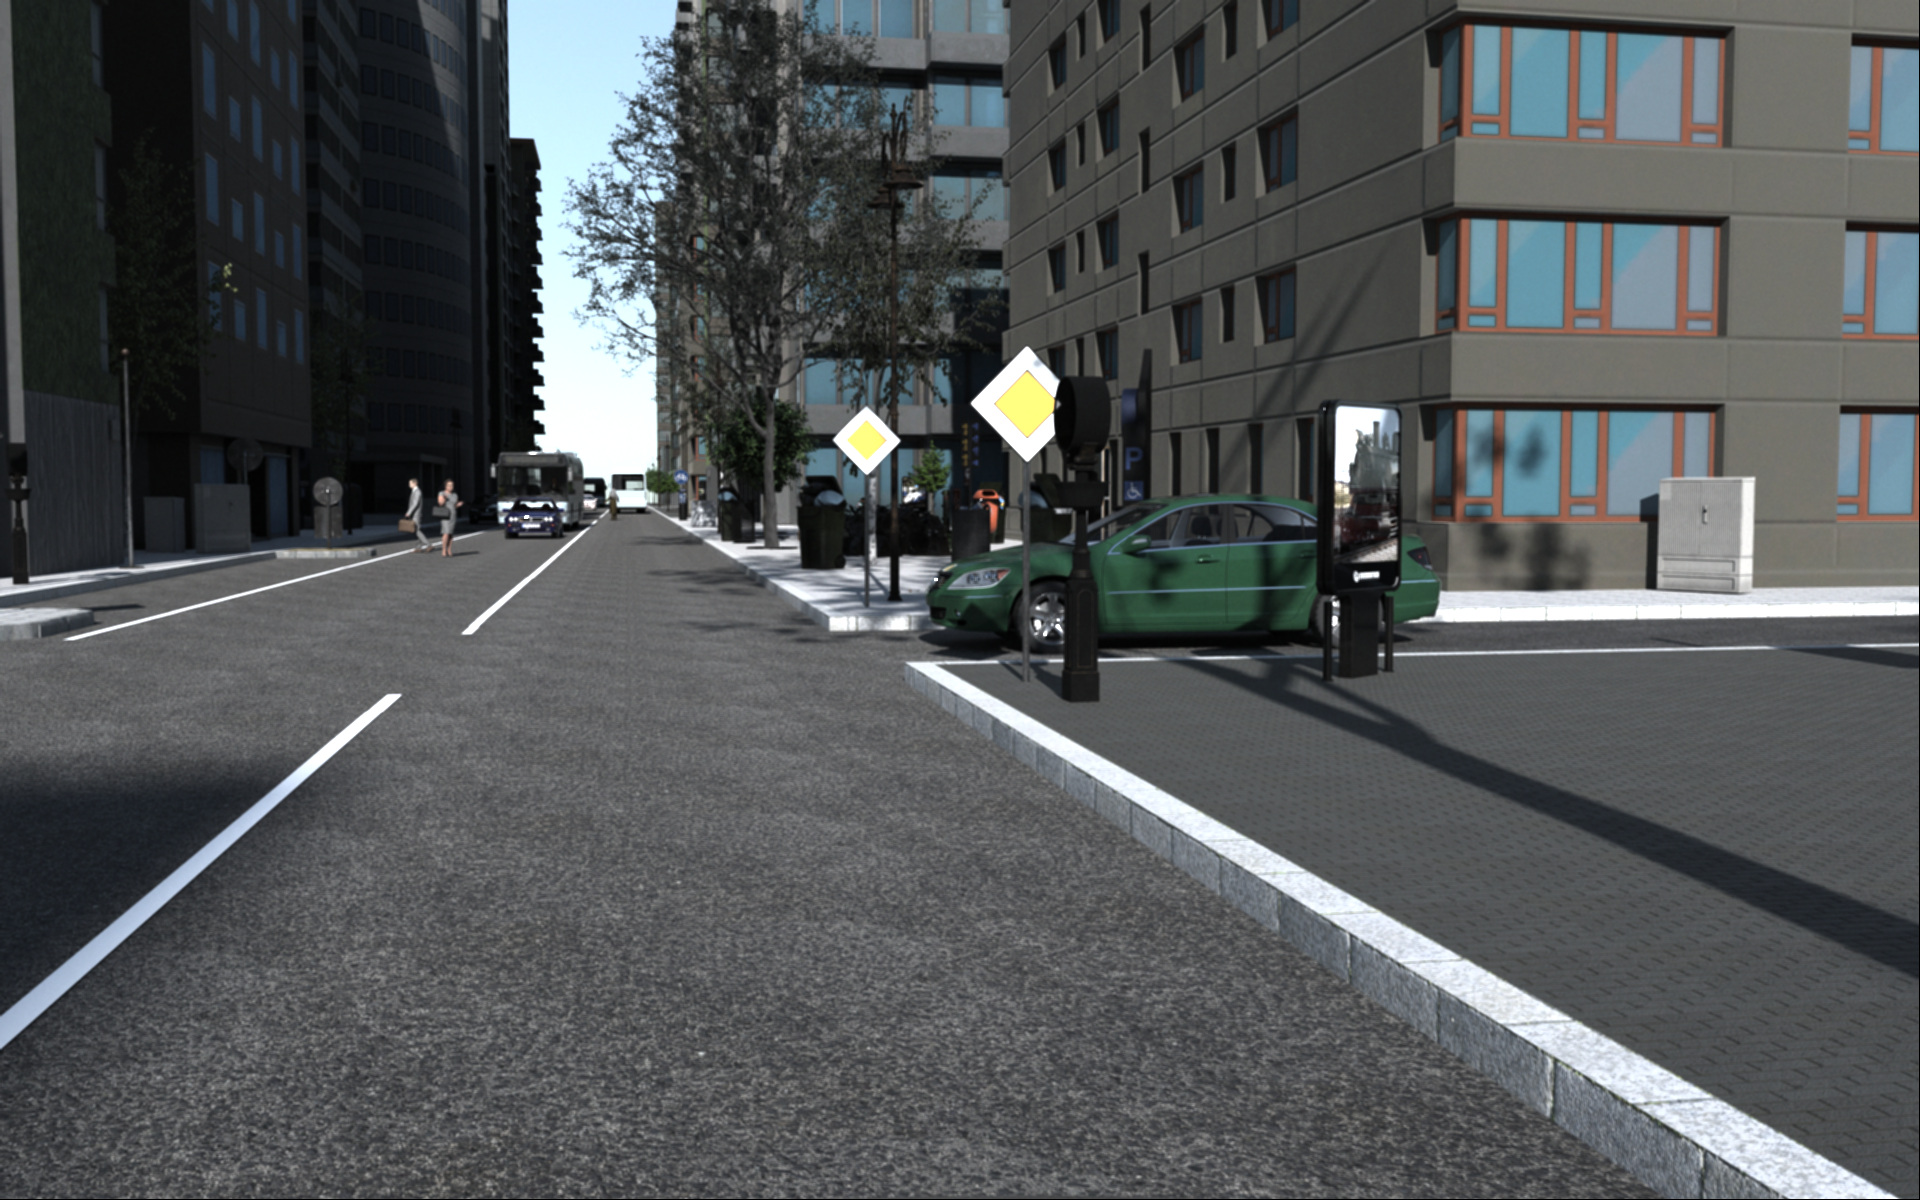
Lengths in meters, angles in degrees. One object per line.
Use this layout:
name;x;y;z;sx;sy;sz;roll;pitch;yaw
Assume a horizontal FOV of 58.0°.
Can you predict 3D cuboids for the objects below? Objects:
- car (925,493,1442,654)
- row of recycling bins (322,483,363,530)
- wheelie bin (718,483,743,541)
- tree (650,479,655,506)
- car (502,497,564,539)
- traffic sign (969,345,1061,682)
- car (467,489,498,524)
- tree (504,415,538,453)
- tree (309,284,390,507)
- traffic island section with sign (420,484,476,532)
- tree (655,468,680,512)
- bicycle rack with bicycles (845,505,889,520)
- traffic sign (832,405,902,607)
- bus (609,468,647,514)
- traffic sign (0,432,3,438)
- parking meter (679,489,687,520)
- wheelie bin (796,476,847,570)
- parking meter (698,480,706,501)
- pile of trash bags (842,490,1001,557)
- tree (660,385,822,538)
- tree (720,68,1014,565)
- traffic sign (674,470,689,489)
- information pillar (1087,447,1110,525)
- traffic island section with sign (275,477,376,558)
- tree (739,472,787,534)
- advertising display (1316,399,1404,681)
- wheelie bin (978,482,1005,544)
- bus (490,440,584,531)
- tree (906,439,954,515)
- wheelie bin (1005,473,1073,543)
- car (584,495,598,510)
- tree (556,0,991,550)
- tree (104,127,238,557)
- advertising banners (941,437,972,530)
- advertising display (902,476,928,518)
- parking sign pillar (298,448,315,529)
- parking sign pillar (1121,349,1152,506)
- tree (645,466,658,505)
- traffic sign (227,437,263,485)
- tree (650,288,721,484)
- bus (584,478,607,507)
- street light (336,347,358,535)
car;2.109;-0.293;16.596;4.920;1.459;2.131;-1;4;-10
row of recycling bins;-22.656;-3.446;63.451;1.069;1.692;3.534;-1;4;-8
wheelie bin;-6.256;-2.405;47.223;0.693;1.594;0.980;-1;4;-9
tree;-33.305;-11.962;190.185;1.663;3.219;1.824;0;3;0
car;-13.933;-2.698;56.689;1.945;1.354;3.894;-1;4;-11
traffic sign;0.448;-0.497;11.771;0.795;2.450;0.064;-1;4;-11
car;-22.665;-4.501;83.376;2.009;1.686;4.222;-1;4;-12
tree;-40.446;-12.717;158.286;4.737;8.622;4.395;0;3;0
tree;-21.770;-6.701;59.917;4.737;8.622;4.395;0;3;0
traffic island section with sign;-19.602;-3.526;66.273;1.989;1.847;2.006;-1;4;-11
tree;-21.178;-8.085;126.784;1.663;3.219;1.824;0;3;0
bicycle rack with bicycles;-3.152;-2.659;56.862;2.925;0.926;2.852;3;5;43
traffic sign;-1.058;-0.977;19.613;0.795;2.450;0.064;-1;4;-11
bus;-24.932;-8.272;130.108;2.948;3.499;13.247;-1;4;-11
traffic sign;-10.288;-0.870;17.868;0.795;2.450;0.064;-1;4;-11
parking meter;-13.535;-4.660;84.596;0.372;1.533;0.369;0;3;0
wheelie bin;-2.360;-1.326;29.587;0.980;1.594;0.693;3;4;36
parking meter;-10.712;-4.057;72.037;0.255;1.863;0.399;0;4;5
pile of trash bags;-0.765;-1.628;36.363;3.447;1.369;1.912;-1;4;-22
tree;-5.641;-4.093;50.641;4.285;4.588;4.351;0;3;0
tree;-1.392;-4.940;31.137;4.360;8.622;3.978;0;3;0
traffic sign;-14.545;-5.522;90.386;0.768;2.556;0.104;-1;4;-10
information pillar;2.141;-1.372;26.922;0.304;2.012;0.304;2;4;24
traffic island section with sign;-14.530;-1.906;39.797;1.989;1.847;2.006;-1;4;-11
tree;-6.034;-3.745;55.829;1.663;3.219;1.824;0;3;0
advertising display;2.808;-0.424;12.146;0.123;1.923;0.974;3;5;43
wheelie bin;0.786;-2.264;44.927;0.980;1.594;0.693;2;4;30
bus;-16.768;-4.576;69.684;2.948;3.499;13.247;-1;4;-9
tree;-1.081;-4.086;61.409;1.663;3.219;1.824;0;3;0
wheelie bin;1.288;-1.130;26.383;0.693;1.594;0.980;2;4;35
car;-33.234;-8.646;153.716;2.083;1.381;4.827;-1;4;-12
tree;-4.556;-7.936;40.123;12.009;13.543;11.850;0;3;0
tree;-17.049;-5.203;35.434;4.737;8.622;4.395;0;3;0
advertising banners;-0.100;-3.563;54.446;0.090;3.025;2.074;-2;4;-27
advertising display;-1.658;-3.564;63.481;0.974;1.923;0.123;1;4;22
parking sign pillar;-24.281;-4.585;63.432;1.447;3.967;1.447;0;4;5
parking sign pillar;3.237;-2.642;31.663;1.447;3.967;1.447;1;4;11
tree;-35.112;-13.166;198.969;4.285;4.588;4.351;0;3;0
traffic sign;-16.105;-2.381;39.040;0.768;2.556;0.104;-1;4;-11
tree;-8.580;-6.752;60.750;4.360;8.622;3.978;0;3;0
bus;-40.169;-11.926;189.849;2.948;3.499;13.247;-1;4;-11
street light;-19.298;-5.005;54.615;0.468;5.910;1.993;-1;4;-11
